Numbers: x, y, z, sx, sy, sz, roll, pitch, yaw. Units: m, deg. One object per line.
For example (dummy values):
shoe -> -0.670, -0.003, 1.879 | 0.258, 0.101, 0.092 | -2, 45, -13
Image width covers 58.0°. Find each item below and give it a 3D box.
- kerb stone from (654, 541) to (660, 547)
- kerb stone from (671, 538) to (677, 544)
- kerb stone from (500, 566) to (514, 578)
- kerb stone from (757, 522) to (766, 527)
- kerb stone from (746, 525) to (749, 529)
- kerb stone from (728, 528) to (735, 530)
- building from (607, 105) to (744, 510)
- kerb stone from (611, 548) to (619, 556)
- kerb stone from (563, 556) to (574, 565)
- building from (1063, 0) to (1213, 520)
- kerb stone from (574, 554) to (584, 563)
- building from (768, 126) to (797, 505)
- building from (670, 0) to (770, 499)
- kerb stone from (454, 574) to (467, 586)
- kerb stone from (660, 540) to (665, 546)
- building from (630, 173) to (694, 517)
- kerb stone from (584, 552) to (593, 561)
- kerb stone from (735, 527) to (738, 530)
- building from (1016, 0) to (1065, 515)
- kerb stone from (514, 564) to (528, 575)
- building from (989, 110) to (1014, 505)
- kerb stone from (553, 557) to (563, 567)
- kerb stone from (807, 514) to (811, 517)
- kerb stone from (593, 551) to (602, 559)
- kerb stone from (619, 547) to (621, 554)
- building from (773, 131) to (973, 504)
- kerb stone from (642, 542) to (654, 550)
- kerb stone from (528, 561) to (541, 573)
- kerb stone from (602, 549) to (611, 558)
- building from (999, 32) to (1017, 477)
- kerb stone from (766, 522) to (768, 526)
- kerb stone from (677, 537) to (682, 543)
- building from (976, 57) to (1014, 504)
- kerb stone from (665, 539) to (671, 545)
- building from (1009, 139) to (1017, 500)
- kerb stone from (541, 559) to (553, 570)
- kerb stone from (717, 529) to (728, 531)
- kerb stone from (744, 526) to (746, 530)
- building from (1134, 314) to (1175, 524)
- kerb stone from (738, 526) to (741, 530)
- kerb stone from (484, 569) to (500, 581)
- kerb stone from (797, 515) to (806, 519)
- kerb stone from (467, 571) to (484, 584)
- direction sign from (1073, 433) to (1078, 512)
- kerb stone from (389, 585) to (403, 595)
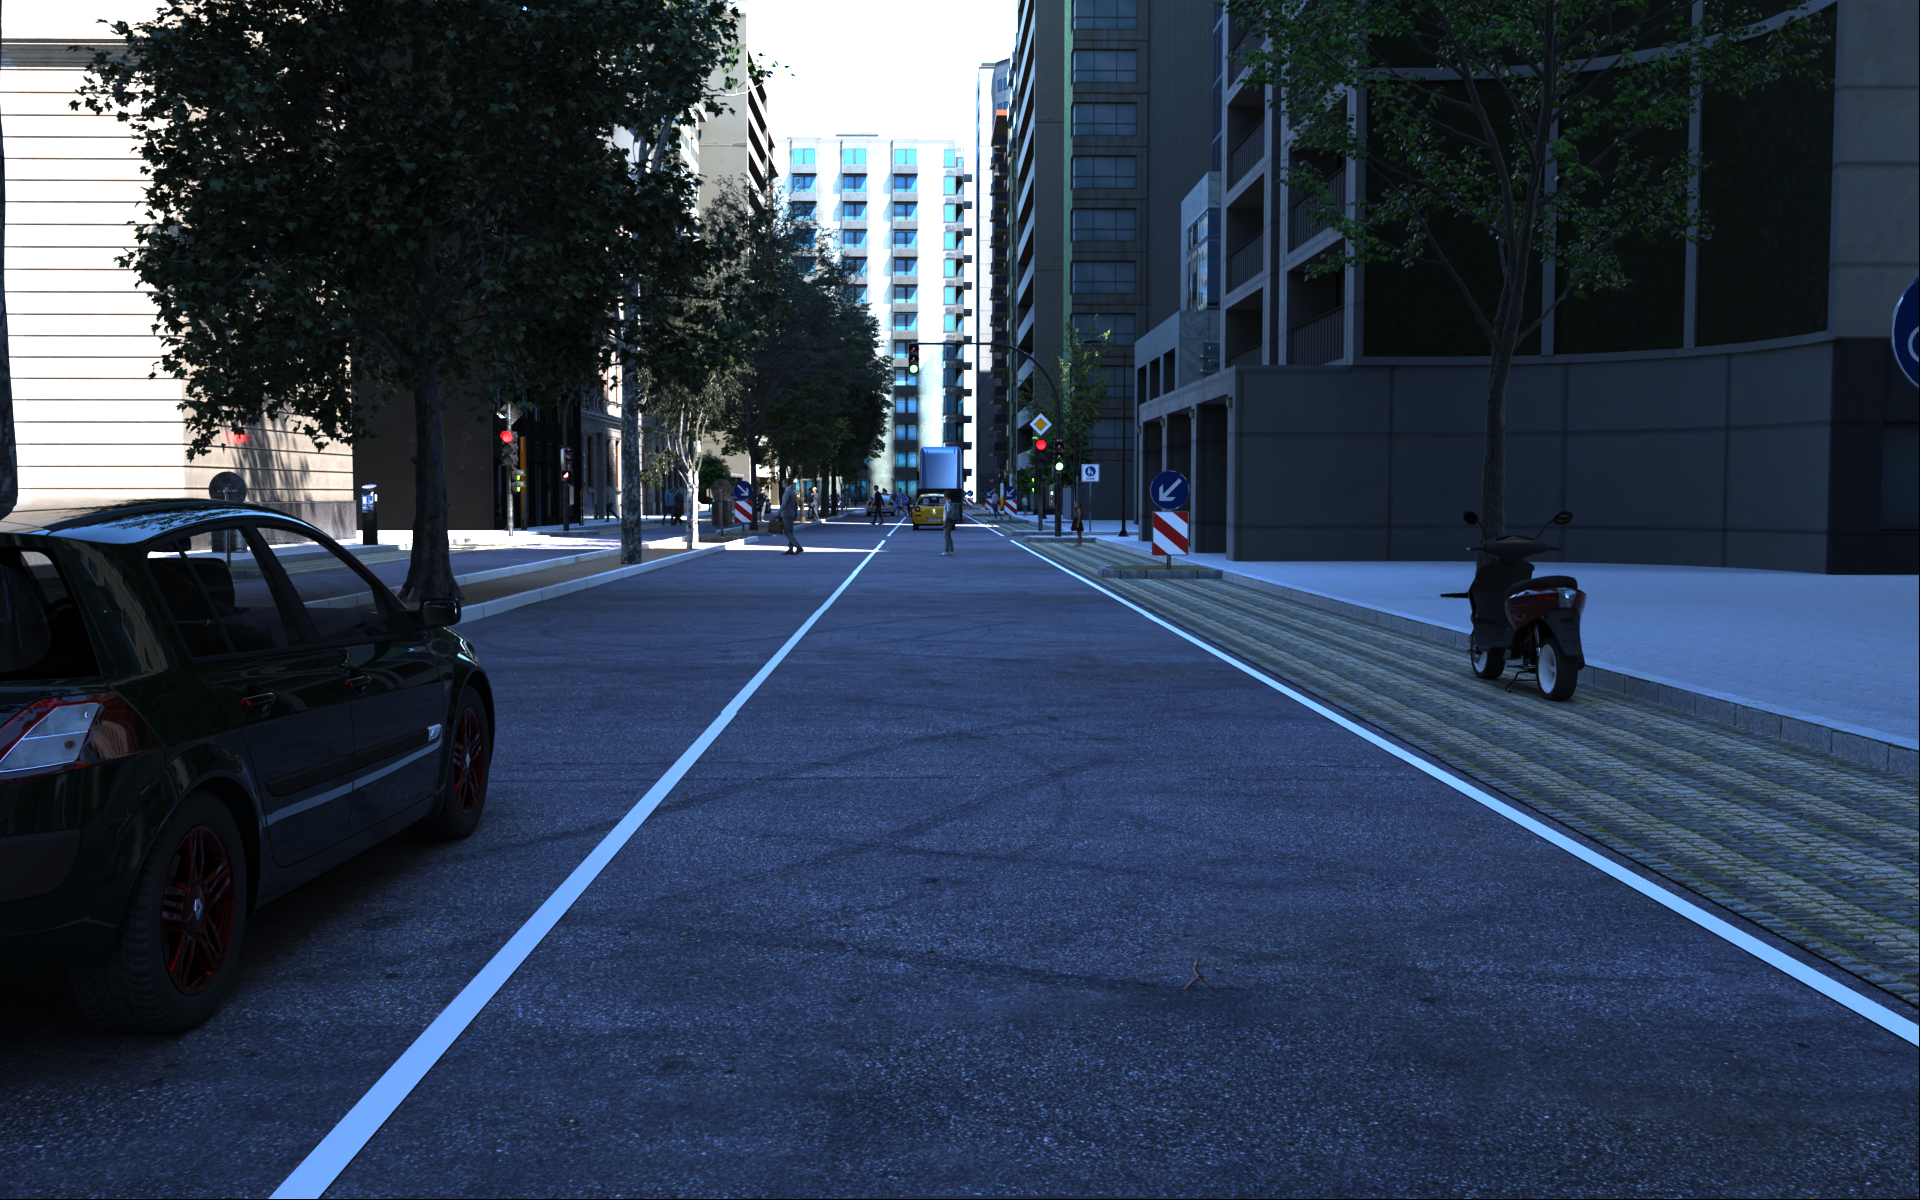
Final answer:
kerb stone -> -8.196, -1.460, 46.111 | 0.120, 0.150, 1.000 | 0, 4, -1
kerb stone -> -8.255, -1.650, 49.196 | 0.120, 0.150, 1.000 | 0, 4, -1
kerb stone -> -7.875, -0.459, 29.724 | 0.120, 0.150, 1.000 | 0, 4, -1
kerb stone -> -8.782, -3.315, 76.418 | 0.120, 0.150, 1.000 | 0, 4, -1
kerb stone -> -8.644, -2.875, 69.218 | 0.120, 0.150, 1.000 | 0, 4, -1
kerb stone -> -8.541, -2.562, 64.086 | 0.120, 0.150, 1.000 | 0, 4, -1
building -> -35.117, -27.806, 146.501 | 32.217, 40.220, 23.993 | 0, 4, -1
kerb stone -> -8.069, -1.087, 39.961 | 0.120, 0.150, 1.000 | 0, 4, -1
kerb stone -> -7.978, -0.774, 34.847 | 0.120, 0.150, 1.000 | 0, 4, -1
building -> 12.308, -24.879, 90.368 | 14.154, 41.232, 14.086 | 0, 4, -1
kerb stone -> -7.993, -0.836, 35.868 | 0.120, 0.150, 1.000 | 0, 4, -1
building -> -34.051, -33.258, 198.386 | 28.867, 44.769, 22.147 | 0, 4, -1
building -> -30.285, -33.358, 169.098 | 21.300, 48.544, 21.600 | 0, 4, -1
kerb stone -> -7.817, -0.272, 26.659 | 0.120, 0.150, 1.000 | 0, 4, -1
kerb stone -> -8.221, -1.525, 47.132 | 0.120, 0.150, 1.000 | 0, 4, -1
building -> -24.273, -16.366, 109.383 | 13.314, 21.916, 24.055 | 0, 4, -1
kerb stone -> -8.019, -0.899, 36.890 | 0.120, 0.150, 1.000 | 0, 4, -1
kerb stone -> -8.562, -2.625, 65.118 | 0.120, 0.150, 1.000 | 0, 4, -1
building -> 14.996, -30.110, 115.996 | 21.300, 48.544, 21.600 | 0, 4, -1
kerb stone -> -7.891, -0.523, 30.749 | 0.120, 0.150, 1.000 | 0, 4, -1
building -> 14.607, -33.092, 195.679 | 22.147, 44.769, 28.867 | 0, 4, -1
kerb stone -> -7.961, -0.711, 33.820 | 0.120, 0.150, 1.000 | 0, 4, -1
kerb stone -> -9.381, -5.198, 107.188 | 0.120, 0.150, 1.000 | 0, 4, -1
kerb stone -> -8.044, -0.962, 37.917 | 0.120, 0.150, 1.000 | 0, 4, -1
kerb stone -> -8.098, -1.149, 40.984 | 0.120, 0.150, 1.000 | 0, 4, -1
building -> -13.642, -37.412, 231.288 | 30.456, 49.044, 23.786 | 0, 4, -1
kerb stone -> -8.180, -1.391, 45.082 | 0.120, 0.150, 1.000 | 0, 4, -1
kerb stone -> -7.911, -0.581, 31.773 | 0.120, 0.150, 1.000 | 0, 4, -1
kerb stone -> -8.057, -1.024, 38.939 | 0.120, 0.150, 1.000 | 0, 4, -1
building -> 15.968, -33.416, 165.963 | 23.786, 49.044, 30.456 | 0, 4, -1
kerb stone -> -8.807, -3.377, 77.446 | 0.120, 0.150, 1.000 | 0, 4, -1
kerb stone -> -8.276, -1.714, 50.217 | 0.120, 0.150, 1.000 | 0, 4, -1
building -> 16.439, -42.009, 228.839 | 28.212, 58.520, 21.231 | 0, 4, -1
kerb stone -> -8.236, -1.582, 48.166 | 0.120, 0.150, 1.000 | 0, 4, -1
building -> 11.050, -22.779, 144.134 | 14.160, 30.474, 14.107 | 0, 4, -1
kerb stone -> -7.932, -0.646, 32.799 | 0.120, 0.150, 1.000 | 0, 4, -1
kerb stone -> -8.503, -2.437, 62.035 | 0.120, 0.150, 1.000 | 0, 4, -1
kerb stone -> -8.624, -2.813, 68.192 | 0.120, 0.150, 1.000 | 0, 4, -1
building -> 22.955, -46.310, 69.839 | 31.000, 86.520, 22.319 | 0, 4, -1
kerb stone -> -8.584, -2.686, 66.144 | 0.120, 0.150, 1.000 | 0, 4, -1
kerb stone -> -7.857, -0.397, 28.702 | 0.120, 0.150, 1.000 | 0, 4, -1
kerb stone -> -9.254, -4.822, 101.037 | 0.120, 0.150, 1.000 | 0, 4, -1
kerb stone -> -7.832, -0.335, 27.681 | 0.120, 0.150, 1.000 | 0, 4, -1
direction sign -> 4.311, -4.440, 64.585 | 0.379, 3.537, 0.876 | 0, 4, -5
kerb stone -> -7.755, -0.083, 23.586 | 0.120, 0.150, 1.000 | 0, 4, -1
